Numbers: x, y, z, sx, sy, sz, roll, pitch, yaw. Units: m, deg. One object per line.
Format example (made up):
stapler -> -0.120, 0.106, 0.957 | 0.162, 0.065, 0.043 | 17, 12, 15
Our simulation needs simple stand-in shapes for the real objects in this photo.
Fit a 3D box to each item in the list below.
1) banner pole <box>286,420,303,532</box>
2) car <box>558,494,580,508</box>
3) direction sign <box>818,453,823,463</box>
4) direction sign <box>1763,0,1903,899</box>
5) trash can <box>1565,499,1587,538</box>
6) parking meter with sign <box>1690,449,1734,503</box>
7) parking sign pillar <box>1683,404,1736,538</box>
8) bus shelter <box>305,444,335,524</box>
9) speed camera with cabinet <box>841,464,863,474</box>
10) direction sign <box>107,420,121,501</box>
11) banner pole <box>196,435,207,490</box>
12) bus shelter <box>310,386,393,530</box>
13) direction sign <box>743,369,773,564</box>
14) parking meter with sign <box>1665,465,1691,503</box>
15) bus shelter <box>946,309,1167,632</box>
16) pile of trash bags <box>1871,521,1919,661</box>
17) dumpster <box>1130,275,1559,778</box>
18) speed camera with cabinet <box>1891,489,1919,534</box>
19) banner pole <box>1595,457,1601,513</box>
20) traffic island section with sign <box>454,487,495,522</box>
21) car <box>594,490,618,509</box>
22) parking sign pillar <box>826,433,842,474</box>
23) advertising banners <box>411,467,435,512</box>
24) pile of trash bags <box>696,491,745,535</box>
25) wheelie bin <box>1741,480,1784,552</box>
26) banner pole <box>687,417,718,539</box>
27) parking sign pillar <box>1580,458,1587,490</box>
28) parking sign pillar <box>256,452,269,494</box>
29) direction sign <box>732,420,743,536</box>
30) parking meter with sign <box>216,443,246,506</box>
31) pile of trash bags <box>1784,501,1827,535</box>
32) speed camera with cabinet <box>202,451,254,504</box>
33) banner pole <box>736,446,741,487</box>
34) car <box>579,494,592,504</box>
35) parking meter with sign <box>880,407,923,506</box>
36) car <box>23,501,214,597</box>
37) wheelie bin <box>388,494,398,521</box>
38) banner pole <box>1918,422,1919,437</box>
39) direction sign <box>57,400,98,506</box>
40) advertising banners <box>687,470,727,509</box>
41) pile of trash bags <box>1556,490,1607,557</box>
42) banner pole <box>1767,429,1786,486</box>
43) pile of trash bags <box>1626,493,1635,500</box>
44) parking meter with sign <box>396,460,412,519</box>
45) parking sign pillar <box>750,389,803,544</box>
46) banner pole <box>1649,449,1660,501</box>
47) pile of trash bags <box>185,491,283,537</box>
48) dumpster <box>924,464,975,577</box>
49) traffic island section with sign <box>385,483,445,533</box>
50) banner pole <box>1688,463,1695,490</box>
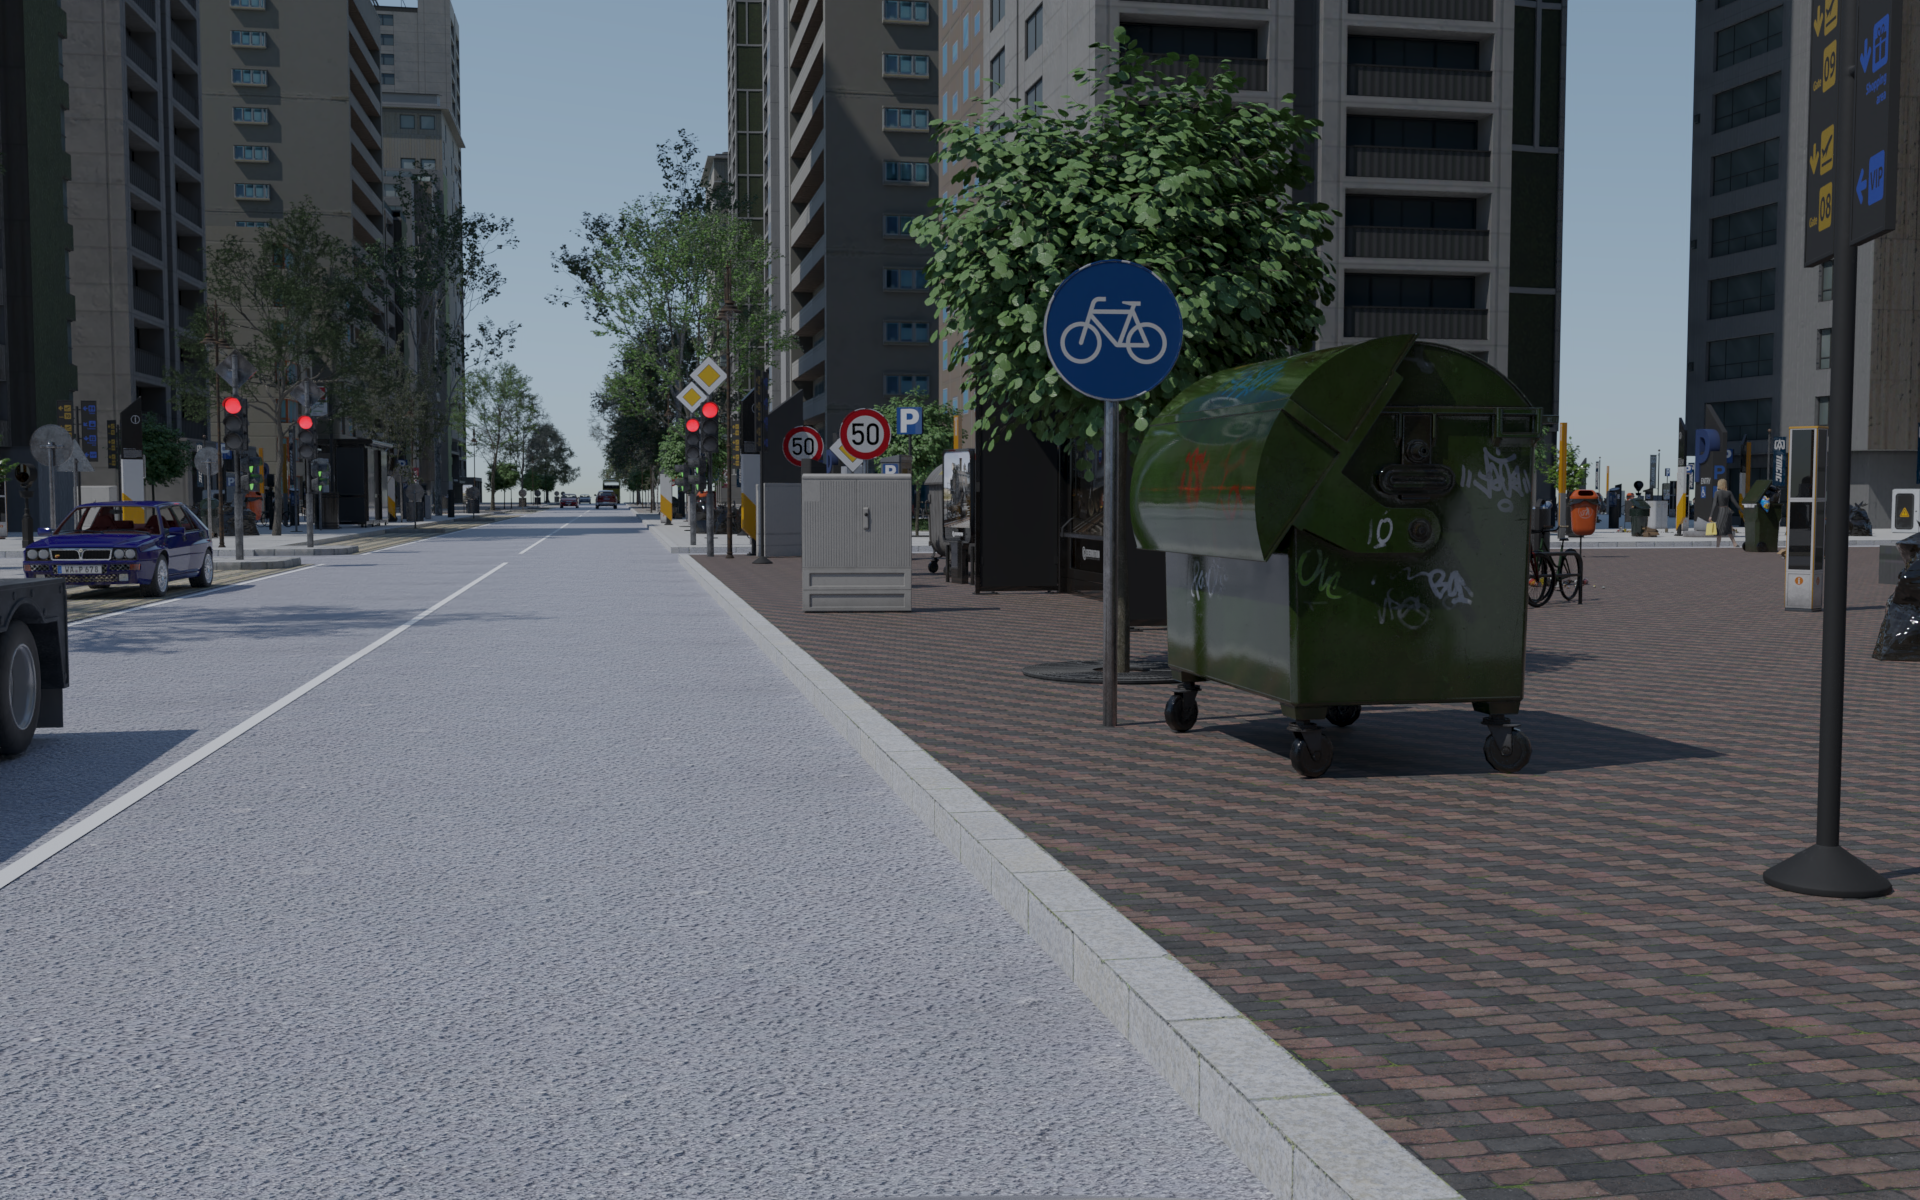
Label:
banner pole -> -22.612, -4.203, 58.730 | 0.401, 3.779, 0.863 | -3, 4, -37
car -> -39.801, -10.239, 176.448 | 2.155, 1.783, 4.494 | -1, 4, -10
direction sign -> -6.000, -4.931, 72.613 | 0.379, 3.537, 0.876 | 2, 4, 31
direction sign -> 2.838, -0.830, 5.565 | 0.379, 3.537, 0.876 | 1, 4, 12
trash can -> 18.135, -2.403, 50.944 | 0.748, 1.137, 0.748 | 0, 3, 0
parking meter with sign -> 28.892, -4.293, 66.448 | 1.738, 3.016, 0.543 | -2, 4, -32
parking sign pillar -> 22.316, -3.854, 51.483 | 1.447, 3.967, 1.447 | 0, 4, 2
bus shelter -> -28.246, -5.332, 78.469 | 1.731, 3.624, 6.357 | -1, 4, -11
speed camera with cabinet -> -2.719, -3.706, 54.934 | 2.038, 3.252, 0.660 | -1, 4, -23
direction sign -> -25.691, -3.727, 52.940 | 0.876, 3.537, 0.379 | 1, 4, 22
banner pole -> -32.300, -5.127, 73.846 | 0.863, 3.779, 0.401 | 2, 4, 35
bus shelter -> -23.568, -5.455, 66.825 | 2.179, 5.291, 8.768 | -1, 4, -11
direction sign -> -3.640, -2.435, 31.805 | 0.379, 3.537, 0.876 | 0, 4, 8
parking meter with sign -> 48.167, -7.327, 116.060 | 0.543, 3.016, 1.738 | -3, 5, -40
bus shelter -> 1.269, -1.705, 19.155 | 1.731, 3.624, 6.357 | -1, 4, -11
pile of trash bags -> 8.680, -0.195, 12.939 | 1.912, 1.369, 3.447 | -3, 5, -42
dumpster -> 1.838, -0.374, 8.603 | 1.502, 2.255, 1.985 | -1, 4, -11
speed camera with cabinet -> 31.373, -3.782, 56.171 | 0.660, 3.252, 2.038 | -2, 4, -29
banner pole -> 42.809, -7.720, 116.237 | 0.401, 3.779, 0.863 | 0, 4, -4
traffic island section with sign -> -25.374, -5.008, 90.515 | 1.989, 1.847, 2.006 | -1, 4, -11
car -> -34.332, -9.746, 168.025 | 2.281, 1.827, 5.304 | -1, 4, -13
parking sign pillar -> -5.479, -5.339, 75.770 | 1.447, 3.967, 1.447 | -1, 4, -16
advertising banners -> -35.051, -7.196, 113.839 | 2.074, 3.025, 0.090 | 0, 4, 5
pile of trash bags -> -7.848, -2.855, 56.432 | 1.912, 1.369, 3.447 | -2, 4, -30
wheelie bin -> 17.779, -1.864, 38.379 | 0.693, 1.594, 0.980 | 0, 4, -4
banner pole -> -7.409, -3.660, 49.862 | 0.863, 3.779, 0.401 | -1, 4, -21
parking sign pillar -> 45.831, -8.539, 128.083 | 1.447, 3.967, 1.447 | 3, 5, 45
parking sign pillar -> -42.650, -7.175, 105.789 | 1.447, 3.967, 1.447 | 0, 4, 6
direction sign -> -6.686, -3.745, 53.231 | 0.876, 3.537, 0.379 | 3, 4, 39
parking meter with sign -> -25.099, -3.904, 60.092 | 0.543, 3.016, 1.738 | 0, 4, 3
pile of trash bags -> 27.943, -2.889, 56.980 | 3.447, 1.369, 1.912 | 1, 4, 15
speed camera with cabinet -> -30.642, -4.782, 72.526 | 0.660, 3.252, 2.038 | 2, 4, 33
banner pole -> -9.861, -5.470, 79.455 | 0.863, 3.779, 0.401 | 0, 4, -3
car -> -54.202, -14.570, 250.216 | 2.014, 1.417, 4.499 | -1, 4, -11
parking meter with sign -> -1.271, -2.308, 33.996 | 0.543, 3.016, 1.738 | 1, 4, 19
car -> -12.080, -0.760, 25.005 | 1.945, 1.354, 3.894 | -1, 4, -10
wheelie bin -> -26.655, -4.457, 80.772 | 0.980, 1.594, 0.693 | 3, 5, 39
banner pole -> 29.798, -3.873, 53.347 | 0.863, 3.779, 0.401 | -1, 4, -13
direction sign -> -21.323, -3.053, 41.911 | 0.876, 3.537, 0.379 | -1, 4, -13
advertising banners -> -11.316, -5.035, 78.507 | 2.074, 3.025, 0.090 | 0, 4, 2
pile of trash bags -> 11.238, -1.562, 35.295 | 3.447, 1.369, 1.912 | 1, 4, 9
banner pole -> 31.307, -4.682, 66.568 | 0.401, 3.779, 0.863 | -3, 5, -45
pile of trash bags -> 44.905, -6.638, 118.280 | 3.447, 1.369, 1.912 | -2, 4, -35
parking meter with sign -> -28.362, -5.658, 88.765 | 0.543, 3.016, 1.738 | 0, 4, -4
parking sign pillar -> -4.678, -3.419, 44.377 | 1.447, 3.967, 1.447 | -2, 4, -34
banner pole -> 38.879, -6.535, 96.866 | 0.863, 3.779, 0.401 | -1, 4, -20
pile of trash bags -> -22.573, -2.680, 53.572 | 1.912, 1.369, 3.447 | 0, 4, 6
dumpster -> 0.202, -1.330, 27.500 | 1.264, 1.857, 1.865 | -1, 4, -11
traffic island section with sign -> -20.073, -3.379, 63.869 | 1.989, 1.847, 2.006 | -1, 4, -11
banner pole -> 50.943, -8.017, 121.087 | 0.401, 3.779, 0.863 | -3, 5, -41
